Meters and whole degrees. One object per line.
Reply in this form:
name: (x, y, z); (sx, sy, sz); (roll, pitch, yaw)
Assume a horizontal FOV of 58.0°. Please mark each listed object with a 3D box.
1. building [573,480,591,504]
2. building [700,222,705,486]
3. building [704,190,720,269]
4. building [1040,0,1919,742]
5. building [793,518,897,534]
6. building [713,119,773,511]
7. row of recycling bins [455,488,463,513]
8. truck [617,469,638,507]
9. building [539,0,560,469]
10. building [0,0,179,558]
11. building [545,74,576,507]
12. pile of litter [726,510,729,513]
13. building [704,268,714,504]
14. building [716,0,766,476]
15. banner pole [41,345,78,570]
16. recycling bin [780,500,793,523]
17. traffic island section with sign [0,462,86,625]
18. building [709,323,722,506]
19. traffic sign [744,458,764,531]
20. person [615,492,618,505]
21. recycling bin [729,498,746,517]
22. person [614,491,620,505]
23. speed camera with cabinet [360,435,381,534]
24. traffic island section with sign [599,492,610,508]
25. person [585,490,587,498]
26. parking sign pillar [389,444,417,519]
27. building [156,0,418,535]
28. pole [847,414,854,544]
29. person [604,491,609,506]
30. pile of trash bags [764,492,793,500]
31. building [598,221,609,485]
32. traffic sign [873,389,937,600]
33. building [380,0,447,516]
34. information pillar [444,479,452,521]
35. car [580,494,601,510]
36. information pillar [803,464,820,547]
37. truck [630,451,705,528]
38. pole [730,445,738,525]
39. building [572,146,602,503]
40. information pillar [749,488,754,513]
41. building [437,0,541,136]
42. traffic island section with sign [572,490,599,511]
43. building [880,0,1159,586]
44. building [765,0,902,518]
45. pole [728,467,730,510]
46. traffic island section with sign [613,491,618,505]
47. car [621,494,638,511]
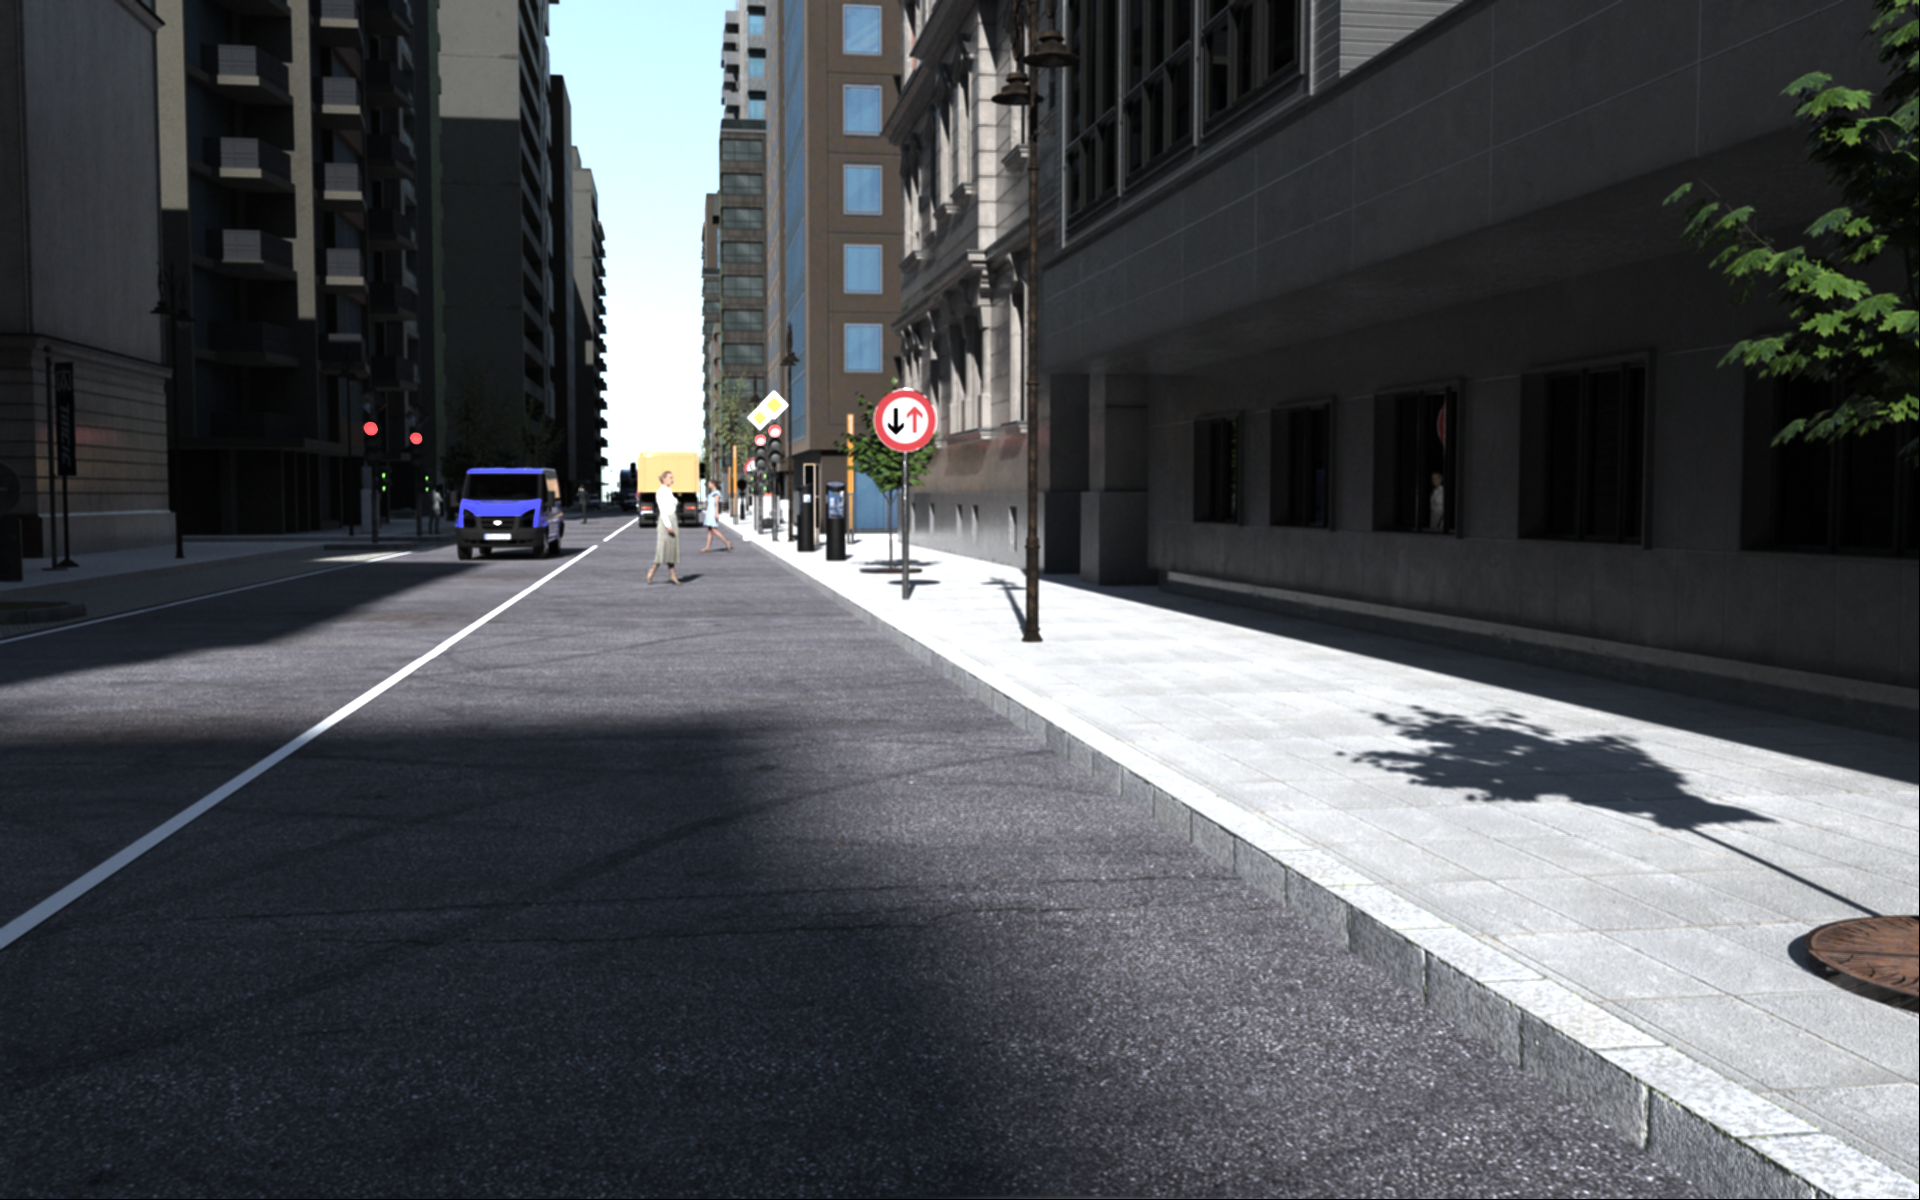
building: (-63.664, -32.244, 219.075); (32.217, 40.220, 23.993); (-1, 4, -9)
building: (-29.588, -37.866, 273.740); (22.147, 44.769, 28.867); (-1, 4, -9)
building: (-29.838, -36.780, 251.470); (14.600, 45.320, 14.200); (-1, 4, -9)
building: (10.308, -11.585, 8.474); (14.314, 24.678, 30.058); (-1, 4, -9)
building: (1.085, -25.200, 62.136); (14.200, 45.320, 14.600); (-1, 4, -9)
building: (-12.013, -22.377, 137.558); (14.160, 30.474, 14.107); (-1, 4, -9)
row of recycling bins: (-33.529, -6.712, 116.861); (3.534, 1.692, 1.069); (-1, 4, -11)
truck: (-36.348, -12.377, 192.120); (2.967, 4.110, 18.799); (-1, 4, -10)
building: (-51.907, -34.853, 159.078); (28.713, 52.752, 27.495); (-1, 4, -9)
building: (-28.071, -10.559, 37.272); (19.286, 19.102, 10.561); (-1, 4, -9)
building: (-47.830, -32.474, 181.060); (14.600, 45.320, 14.200); (-1, 4, -9)
pile of litter: (-15.231, -6.270, 116.478); (1.176, 0.858, 1.719); (1, 4, 17)
building: (-25.866, -27.612, 223.165); (14.160, 30.474, 14.107); (-1, 4, -9)
building: (-10.596, -33.064, 160.202); (23.786, 49.044, 30.456); (-1, 4, -9)
banner pole: (-15.102, -2.388, 29.066); (0.863, 3.779, 0.401); (2, 4, 27)
recycling bin: (-7.660, -3.898, 76.286); (0.722, 1.027, 0.722); (1, 4, 13)
traffic island section with sign: (-11.125, -0.671, 19.591); (1.989, 1.847, 2.006); (-1, 4, -9)
building: (-13.448, -21.197, 191.610); (27.650, 21.520, 28.899); (-1, 4, -9)
traffic sign: (-7.149, -3.694, 60.506); (0.768, 2.556, 0.104); (0, 4, -2)
person: (-45.643, -13.531, 230.658); (0.541, 1.710, 0.530); (-1, 4, -20)
recycling bin: (-12.734, -5.298, 99.177); (0.722, 1.027, 0.722); (-3, 4, -37)
person: (-43.295, -12.914, 219.732); (0.705, 1.812, 1.348); (3, 5, 41)
speed camera with cabinet: (-19.391, -3.834, 57.027); (0.660, 3.252, 2.038); (-1, 4, -16)
traffic island section with sign: (-37.069, -10.309, 177.176); (1.989, 1.847, 2.006); (-1, 4, -9)
person: (-31.024, -8.231, 143.803); (0.721, 1.735, 1.217); (0, 4, 8)
parking sign pillar: (-28.882, -6.199, 89.826); (1.447, 3.967, 1.447); (0, 4, -4)
building: (-33.073, -25.073, 64.575); (22.147, 44.769, 28.867); (-1, 4, -9)
pole: (-2.806, -3.084, 44.268); (0.158, 3.312, 0.155); (0, 3, 0)
person: (-41.187, -11.784, 201.693); (0.750, 1.759, 0.617); (0, 4, 1)
pile of trash bags: (-8.367, -4.307, 80.179); (1.912, 1.369, 3.447); (1, 4, 11)
building: (-65.982, -37.488, 267.545); (22.147, 44.769, 28.867); (-1, 4, -9)
traffic sign: (-0.662, -1.280, 21.026); (0.768, 2.556, 0.104); (0, 4, -1)
building: (-36.895, -25.234, 96.170); (14.154, 41.232, 14.086); (-1, 4, -9)
information pillar: (-24.569, -4.815, 83.220); (0.304, 2.012, 0.304); (-2, 4, -34)
car: (-33.561, -8.889, 157.340); (2.014, 1.417, 4.499); (-1, 4, -11)
information pillar: (-3.592, -2.291, 41.944); (0.304, 2.012, 0.304); (1, 4, 16)
truck: (-13.057, -4.990, 77.511); (3.469, 3.379, 9.791); (-1, 4, -10)
pole: (-9.431, -4.824, 72.712); (0.158, 3.312, 0.155); (0, 3, 0)
building: (-61.776, -37.853, 242.595); (21.300, 48.544, 21.600); (-1, 4, -9)
information pillar: (-14.444, -7.069, 120.076); (0.304, 2.012, 0.304); (2, 4, 26)
building: (-44.422, -31.309, 135.599); (21.300, 48.544, 21.600); (-1, 4, -9)
traffic island section with sign: (-32.585, -8.647, 150.000); (1.989, 1.847, 2.006); (-1, 4, -9)
building: (6.271, -15.163, 35.301); (14.401, 28.519, 23.554); (-1, 4, -9)
building: (-5.383, -28.353, 113.686); (14.600, 45.320, 14.200); (-1, 4, -9)
pole: (-17.143, -8.263, 128.938); (0.158, 3.312, 0.155); (0, 3, 0)
traffic island section with sign: (-46.318, -13.745, 233.354); (1.989, 1.847, 2.006); (-1, 4, -9)
car: (-27.209, -8.243, 144.567); (2.009, 1.686, 4.222); (0, 4, -8)
